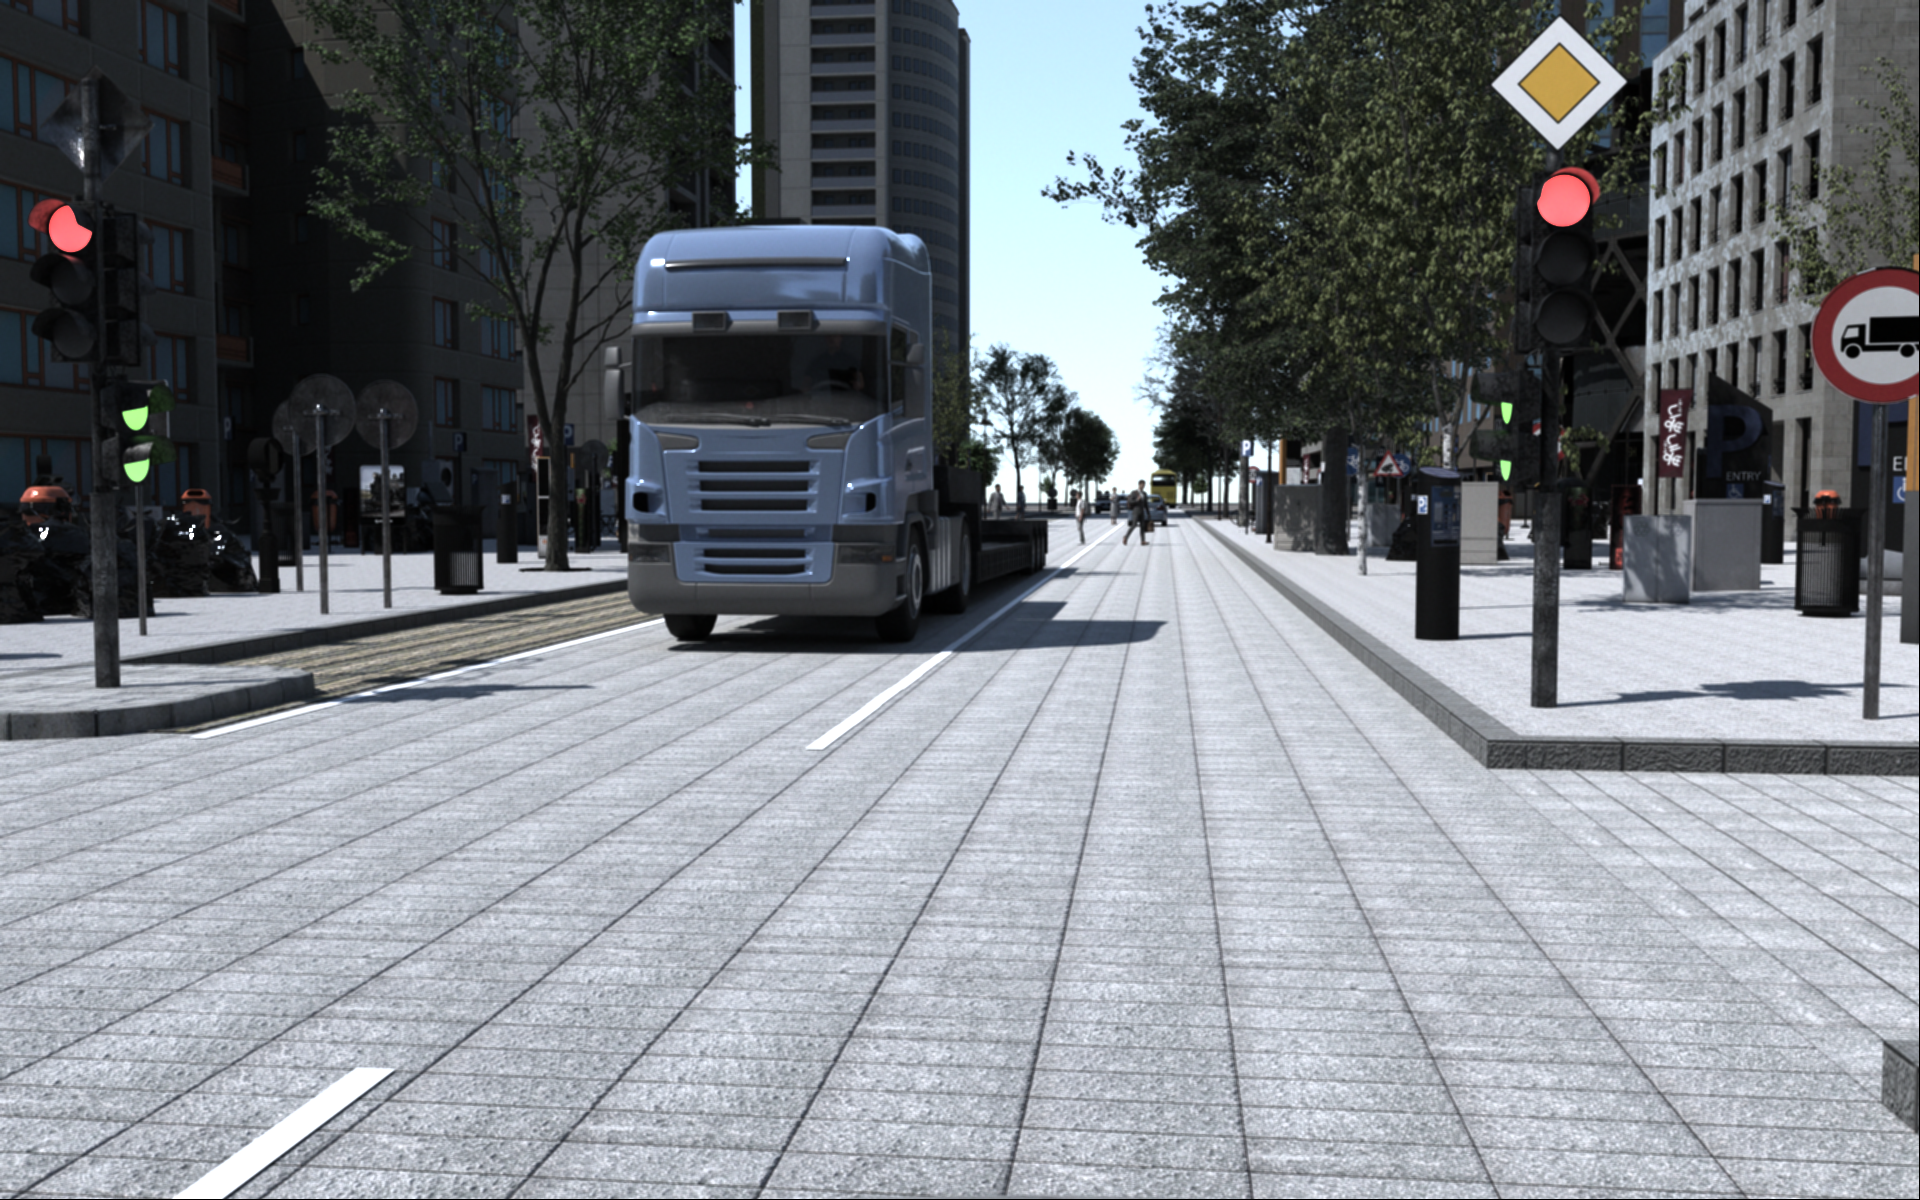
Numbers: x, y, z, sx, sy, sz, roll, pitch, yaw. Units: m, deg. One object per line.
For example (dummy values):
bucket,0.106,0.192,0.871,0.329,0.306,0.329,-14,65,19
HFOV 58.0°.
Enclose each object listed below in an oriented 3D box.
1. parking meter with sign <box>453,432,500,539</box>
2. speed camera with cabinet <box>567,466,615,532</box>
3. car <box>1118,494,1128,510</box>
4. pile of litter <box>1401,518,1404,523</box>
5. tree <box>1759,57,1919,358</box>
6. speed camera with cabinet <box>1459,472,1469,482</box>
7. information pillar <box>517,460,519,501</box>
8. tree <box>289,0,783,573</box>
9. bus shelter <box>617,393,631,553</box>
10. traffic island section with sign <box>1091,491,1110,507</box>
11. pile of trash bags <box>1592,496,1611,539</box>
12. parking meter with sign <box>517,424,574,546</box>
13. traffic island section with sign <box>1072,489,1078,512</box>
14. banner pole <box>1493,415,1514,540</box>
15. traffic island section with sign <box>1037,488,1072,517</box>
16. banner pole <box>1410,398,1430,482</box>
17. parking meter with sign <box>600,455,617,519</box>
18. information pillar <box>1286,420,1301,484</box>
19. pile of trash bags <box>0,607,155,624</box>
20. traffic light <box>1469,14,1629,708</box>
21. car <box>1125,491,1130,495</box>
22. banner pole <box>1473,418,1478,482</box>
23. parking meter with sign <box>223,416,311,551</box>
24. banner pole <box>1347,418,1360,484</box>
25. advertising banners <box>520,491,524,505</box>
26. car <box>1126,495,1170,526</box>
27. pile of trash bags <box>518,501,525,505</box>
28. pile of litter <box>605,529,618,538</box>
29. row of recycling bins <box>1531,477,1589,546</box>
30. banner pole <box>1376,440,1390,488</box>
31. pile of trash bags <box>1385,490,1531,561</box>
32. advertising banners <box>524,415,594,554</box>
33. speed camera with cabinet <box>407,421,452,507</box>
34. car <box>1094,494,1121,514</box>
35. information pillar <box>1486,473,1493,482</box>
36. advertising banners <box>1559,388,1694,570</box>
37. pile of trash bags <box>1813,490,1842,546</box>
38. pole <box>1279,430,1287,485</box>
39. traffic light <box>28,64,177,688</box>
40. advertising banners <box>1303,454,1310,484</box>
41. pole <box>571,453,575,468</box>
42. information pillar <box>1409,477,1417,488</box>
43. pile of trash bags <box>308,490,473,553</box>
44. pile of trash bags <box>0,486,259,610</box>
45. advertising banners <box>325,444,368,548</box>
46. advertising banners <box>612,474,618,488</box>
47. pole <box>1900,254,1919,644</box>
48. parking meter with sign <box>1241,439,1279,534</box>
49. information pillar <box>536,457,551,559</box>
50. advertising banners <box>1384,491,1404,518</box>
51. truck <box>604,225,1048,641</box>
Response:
parking meter with sign,-13.576,-3.261,49.574,0.543,3.016,1.738,3,5,41
speed camera with cabinet,-12.661,-3.903,58.148,2.038,3.252,0.660,-2,4,-30
car,12.713,-7.554,135.517,2.014,1.417,4.499,0,4,7
pile of litter,18.062,-3.559,72.147,1.719,0.858,1.176,0,4,-3
tree,15.465,-4.743,27.904,4.737,8.622,4.395,0,3,0
speed camera with cabinet,20.434,-4.746,71.940,0.660,3.252,2.038,3,5,42
information pillar,-19.245,-5.105,74.829,0.183,3.616,0.504,1,4,17
tree,-6.764,-6.273,28.322,9.928,11.665,9.643,0,3,0
bus shelter,-6.296,-3.022,40.697,1.731,3.624,6.357,0,4,7
traffic island section with sign,15.533,-11.234,192.299,1.989,1.847,2.006,0,4,7
pile of trash bags,17.698,-2.397,48.944,1.912,1.369,3.447,-1,4,-22
parking meter with sign,-10.460,-2.877,43.292,1.738,3.016,0.543,2,4,31
traffic island section with sign,9.127,-7.893,137.682,1.989,1.847,2.006,0,4,7
banner pole,15.115,-3.561,48.238,0.863,3.779,0.401,-2,4,-33
traffic island section with sign,5.965,-6.249,110.791,1.989,1.847,2.006,0,4,7
banner pole,11.348,-3.217,42.613,0.863,3.779,0.401,-3,4,-36
parking meter with sign,-16.066,-5.029,78.493,0.543,3.016,1.738,-2,4,-30
information pillar,10.335,-3.820,53.816,0.504,3.616,0.183,1,4,23
pile of trash bags,-10.143,-0.473,17.481,1.912,1.369,3.447,3,5,45
traffic light,3.504,-1.310,10.335,0.839,4.253,0.868,0,4,7
car,15.207,-9.166,159.650,2.009,1.686,4.222,0,4,7
banner pole,16.968,-4.103,57.107,0.401,3.779,0.863,1,4,17
parking meter with sign,-15.681,-2.630,39.255,1.738,3.016,0.543,-3,5,-42
banner pole,11.330,-3.692,50.385,0.863,3.779,0.401,-1,4,-12
advertising banners,-21.977,-5.437,85.084,2.074,3.025,0.090,0,4,-8
car,8.481,-4.050,78.214,2.014,1.417,4.499,0,4,7
pile of trash bags,-18.421,-3.780,71.551,1.912,1.369,3.447,1,4,14
pile of litter,-9.615,-2.258,50.876,1.719,0.858,1.176,-1,4,-15
row of recycling bins,15.325,-2.262,44.096,1.069,1.692,3.534,0,4,8
banner pole,19.452,-5.477,79.569,0.863,3.779,0.401,-1,4,-18
pile of trash bags,9.937,-1.487,34.069,1.912,1.369,3.447,3,5,43
advertising banners,-8.733,-2.542,37.748,2.074,3.025,0.090,3,4,37
speed camera with cabinet,-14.210,-3.157,45.955,0.660,3.252,2.038,1,4,11
car,10.912,-7.229,127.980,2.009,1.686,4.222,0,4,8
information pillar,18.609,-3.445,60.815,0.304,2.012,0.304,1,4,16
advertising banners,11.168,-2.013,29.094,2.074,3.025,0.090,2,4,26
pile of trash bags,22.525,-1.970,41.962,3.447,1.369,1.912,3,5,40
pole,9.270,-3.420,49.765,0.158,3.312,0.155,0,3,0
traffic light,-5.647,-1.374,11.389,0.839,4.253,0.868,0,4,7
advertising banners,14.835,-4.912,76.492,0.090,3.025,2.074,-2,4,-24
pole,-19.234,-5.647,86.172,0.158,3.312,0.155,0,3,0
information pillar,19.363,-4.256,74.075,0.304,2.012,0.304,0,4,1
pile of trash bags,-12.732,-1.764,38.591,3.447,1.369,1.912,-3,5,-39
pile of trash bags,-10.326,-0.716,21.464,1.912,1.369,3.447,1,4,9
advertising banners,-14.537,-2.762,41.354,2.074,3.025,0.090,2,4,27
advertising banners,-16.647,-5.127,80.012,2.074,3.025,0.090,-2,4,-24
pole,8.203,-1.281,14.789,0.158,3.312,0.155,0,3,0
parking meter with sign,9.855,-3.614,55.355,1.738,3.016,0.543,-2,4,-27
information pillar,-8.217,-1.835,34.488,0.304,2.012,0.304,1,4,12
advertising banners,21.257,-5.282,82.542,2.074,3.025,0.090,1,4,23
truck,-0.724,-2.088,23.892,2.967,4.110,18.799,0,4,7
